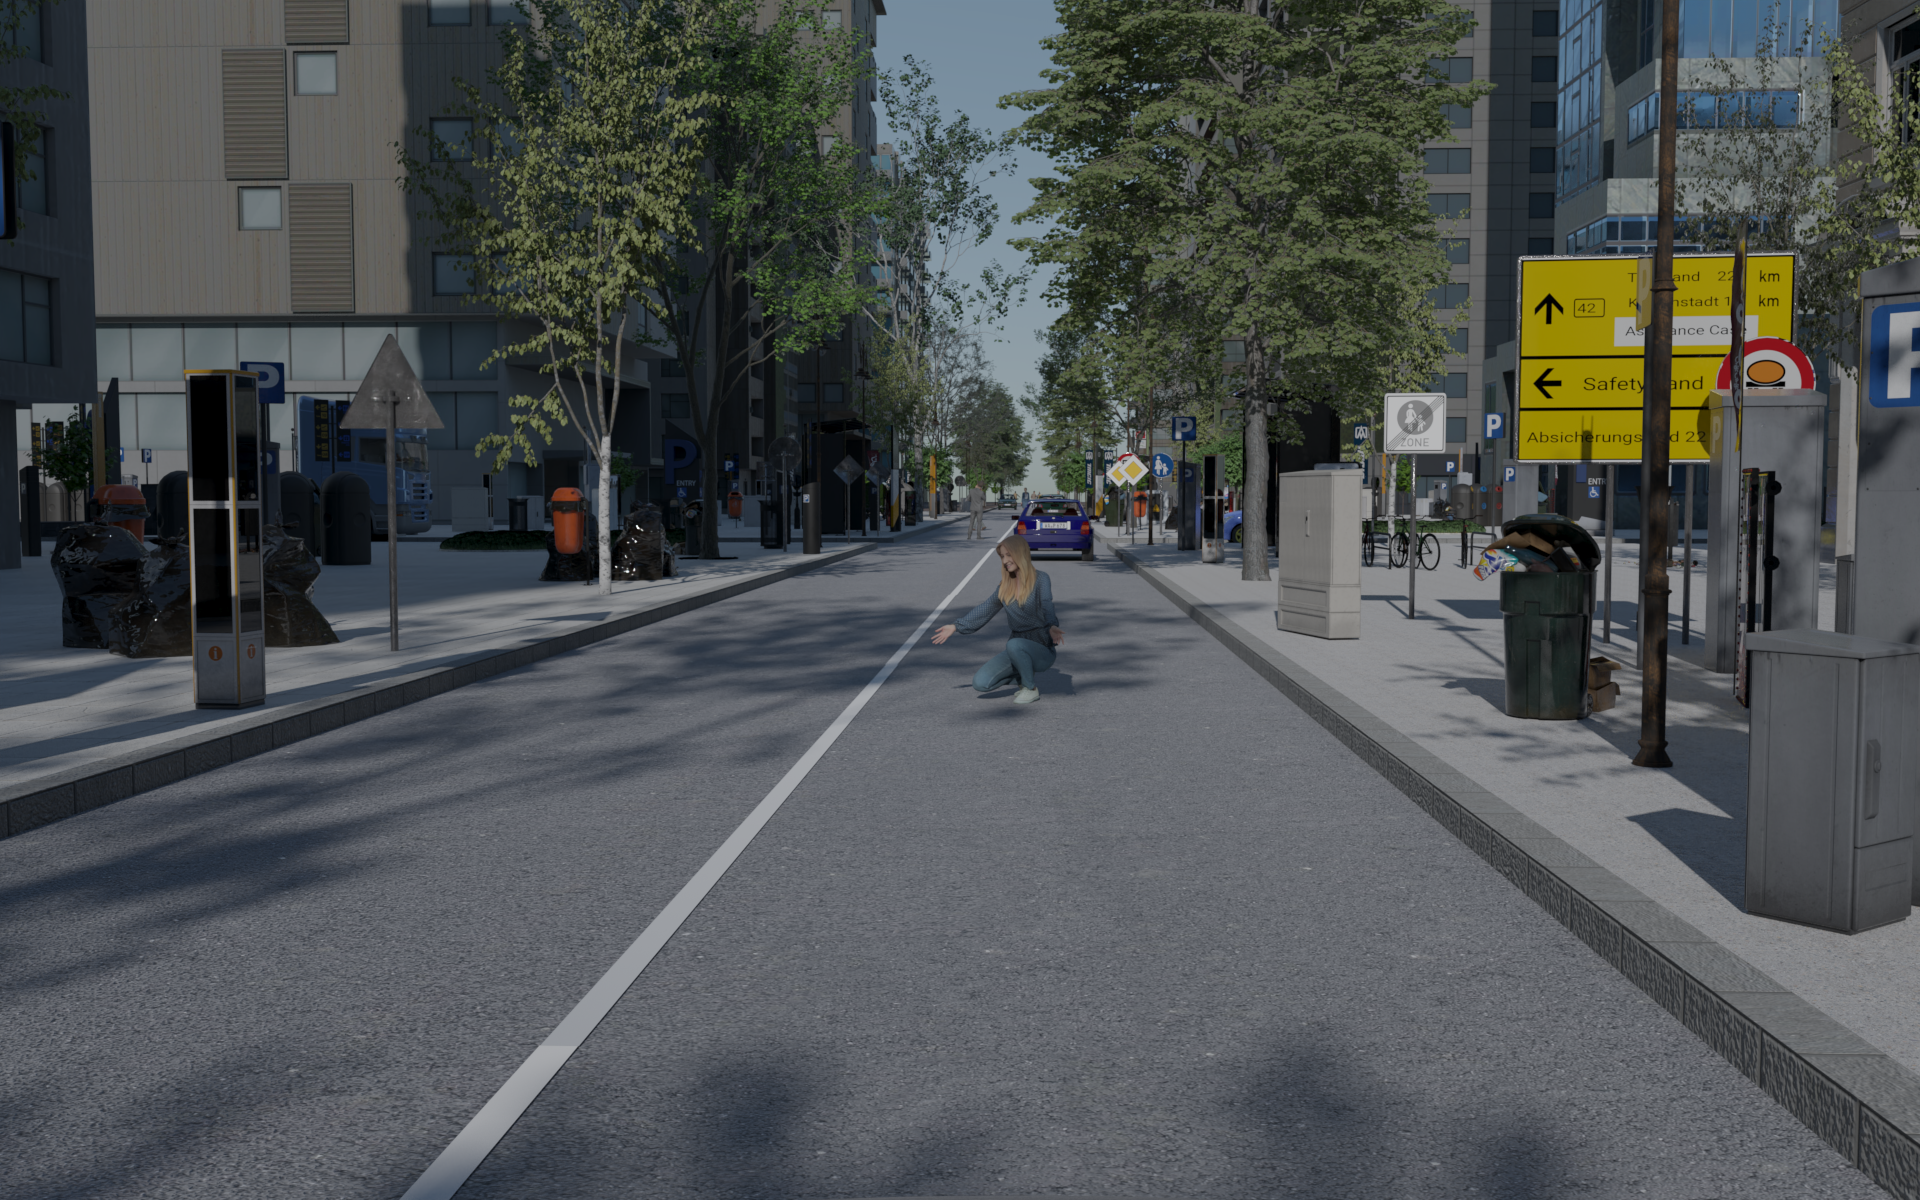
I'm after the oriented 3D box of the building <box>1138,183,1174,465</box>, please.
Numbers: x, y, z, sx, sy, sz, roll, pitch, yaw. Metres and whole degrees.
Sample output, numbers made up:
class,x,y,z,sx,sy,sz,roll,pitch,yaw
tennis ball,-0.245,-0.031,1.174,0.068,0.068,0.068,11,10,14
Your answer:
class,x,y,z,sx,sy,sz,roll,pitch,yaw
building,32.903,-36.577,248.141,14.600,45.320,14.200,0,4,3

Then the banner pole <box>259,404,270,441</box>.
class,x,y,z,sx,sy,sz,roll,pitch,yaw
banner pole,-14.661,-2.830,36.294,0.401,3.779,0.863,2,4,26

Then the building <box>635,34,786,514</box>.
class,x,y,z,sx,sy,sz,roll,pitch,yaw
building,-19.365,-20.873,112.978,14.160,30.474,14.107,0,4,3

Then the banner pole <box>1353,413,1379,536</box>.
class,x,y,z,sx,sy,sz,roll,pitch,yaw
banner pole,12.574,-3.892,53.648,0.863,3.779,0.401,2,4,26

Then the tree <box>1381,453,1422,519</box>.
class,x,y,z,sx,sy,sz,roll,pitch,yaw
tree,19.133,-4.878,74.350,1.663,3.219,1.824,0,3,0

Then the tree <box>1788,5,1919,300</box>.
class,x,y,z,sx,sy,sz,roll,pitch,yaw
tree,12.068,-4.262,20.047,4.737,8.622,4.395,0,3,0

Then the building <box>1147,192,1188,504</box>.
class,x,y,z,sx,sy,sz,roll,pitch,yaw
building,32.254,-33.664,234.002,14.154,41.232,14.086,0,4,3

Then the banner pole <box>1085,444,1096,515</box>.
class,x,y,z,sx,sy,sz,roll,pitch,yaw
banner pole,6.557,-5.879,86.135,0.863,3.779,0.401,-2,4,-30

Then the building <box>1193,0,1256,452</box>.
class,x,y,z,sx,sy,sz,roll,pitch,yaw
building,32.099,-32.267,151.266,21.300,48.544,21.600,0,4,3

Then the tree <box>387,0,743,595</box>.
class,x,y,z,sx,sy,sz,roll,pitch,yaw
tree,-4.716,-4.383,22.028,4.737,8.622,4.395,0,3,0

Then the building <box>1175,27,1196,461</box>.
class,x,y,z,sx,sy,sz,roll,pitch,yaw
building,36.315,-35.855,175.469,28.713,52.752,27.495,0,4,3

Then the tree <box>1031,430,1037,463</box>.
class,x,y,z,sx,sy,sz,roll,pitch,yaw
tree,6.228,-21.313,255.115,9.857,13.997,8.962,0,3,0

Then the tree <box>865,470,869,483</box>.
class,x,y,z,sx,sy,sz,roll,pitch,yaw
tree,-6.721,-7.689,120.318,1.663,3.219,1.824,0,3,0

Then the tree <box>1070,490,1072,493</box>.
class,x,y,z,sx,sy,sz,roll,pitch,yaw
tree,11.754,-10.569,167.410,1.663,3.219,1.824,0,3,0

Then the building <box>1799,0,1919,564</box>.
class,x,y,z,sx,sy,sz,roll,pitch,yaw
building,21.833,-14.415,21.584,13.634,28.700,20.117,0,4,3

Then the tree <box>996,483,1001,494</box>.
class,x,y,z,sx,sy,sz,roll,pitch,yaw
tree,4.752,-14.847,237.343,1.663,3.219,1.824,0,3,0

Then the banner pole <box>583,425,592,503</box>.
class,x,y,z,sx,sy,sz,roll,pitch,yaw
banner pole,-13.610,-4.481,63.289,0.401,3.779,0.863,1,4,10

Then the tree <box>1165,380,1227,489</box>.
class,x,y,z,sx,sy,sz,roll,pitch,yaw
tree,14.646,-9.613,107.531,4.737,8.622,4.395,0,3,0

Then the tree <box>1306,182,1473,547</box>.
class,x,y,z,sx,sy,sz,roll,pitch,yaw
tree,10.403,-5.590,41.761,4.737,8.622,4.395,0,3,0

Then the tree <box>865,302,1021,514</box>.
class,x,y,z,sx,sy,sz,roll,pitch,yaw
tree,-1.321,-12.312,111.668,12.009,13.543,11.850,0,3,0

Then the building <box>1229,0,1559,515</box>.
class,x,y,z,sx,sy,sz,roll,pitch,yaw
building,28.920,-41.351,114.337,20.563,71.187,20.611,0,4,3

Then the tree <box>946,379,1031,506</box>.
class,x,y,z,sx,sy,sz,roll,pitch,yaw
tree,2.615,-17.405,191.228,9.857,13.997,8.962,0,3,0

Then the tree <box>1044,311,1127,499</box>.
class,x,y,z,sx,sy,sz,roll,pitch,yaw
tree,12.569,-19.653,177.208,12.611,20.169,13.585,0,3,0

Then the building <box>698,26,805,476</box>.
class,x,y,z,sx,sy,sz,roll,pitch,yaw
building,-26.251,-27.425,140.287,32.217,40.220,23.993,0,4,3

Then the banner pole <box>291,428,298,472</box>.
class,x,y,z,sx,sy,sz,roll,pitch,yaw
banner pole,-25.073,-4.616,65.481,0.863,3.779,0.401,3,5,40

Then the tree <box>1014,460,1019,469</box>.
class,x,y,z,sx,sy,sz,roll,pitch,yaw
tree,5.802,-17.895,242.947,4.360,8.622,3.978,0,3,0

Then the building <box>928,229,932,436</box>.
class,x,y,z,sx,sy,sz,roll,pitch,yaw
building,-15.967,-39.732,269.231,23.786,49.044,30.456,0,4,3

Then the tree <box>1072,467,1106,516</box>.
class,x,y,z,sx,sy,sz,roll,pitch,yaw
tree,7.820,-6.468,100.359,1.663,3.219,1.824,0,3,0

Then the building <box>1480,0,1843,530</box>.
class,x,y,z,sx,sy,sz,roll,pitch,yaw
building,38.687,-46.344,70.393,31.000,86.520,22.319,0,4,3

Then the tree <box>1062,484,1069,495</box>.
class,x,y,z,sx,sy,sz,roll,pitch,yaw
tree,13.216,-13.184,210.161,1.663,3.219,1.824,0,3,0

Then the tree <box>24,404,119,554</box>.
class,x,y,z,sx,sy,sz,roll,pitch,yaw
tree,-18.893,-2.607,37.219,1.663,3.219,1.824,0,3,0

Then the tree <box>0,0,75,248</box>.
class,x,y,z,sx,sy,sz,roll,pitch,yaw
tree,-12.819,-4.307,20.786,4.737,8.622,4.395,0,3,0

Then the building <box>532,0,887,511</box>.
class,x,y,z,sx,sy,sz,roll,pitch,yaw
building,-22.284,-35.268,165.866,28.713,52.752,27.495,0,4,3

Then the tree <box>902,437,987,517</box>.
class,x,y,z,sx,sy,sz,roll,pitch,yaw
tree,-1.672,-7.048,98.943,4.285,4.588,4.351,0,3,0

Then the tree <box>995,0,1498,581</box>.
class,x,y,z,sx,sy,sz,roll,pitch,yaw
tree,4.061,-6.545,25.136,7.486,12.596,7.792,0,3,0

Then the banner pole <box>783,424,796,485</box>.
class,x,y,z,sx,sy,sz,roll,pitch,yaw
banner pole,-6.054,-4.363,61.351,0.401,3.779,0.863,-3,5,-41

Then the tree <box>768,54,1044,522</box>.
class,x,y,z,sx,sy,sz,roll,pitch,yaw
tree,-2.787,-13.561,77.612,12.611,20.169,13.585,0,3,0

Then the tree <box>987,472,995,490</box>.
class,x,y,z,sx,sy,sz,roll,pitch,yaw
tree,1.789,-11.973,179.476,4.285,4.588,4.351,0,3,0

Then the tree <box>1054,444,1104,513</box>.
class,x,y,z,sx,sy,sz,roll,pitch,yaw
tree,8.264,-7.939,113.509,4.285,4.588,4.351,0,3,0

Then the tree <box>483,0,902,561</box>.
class,x,y,z,sx,sy,sz,roll,pitch,yaw
tree,-4.985,-6.592,33.535,9.928,11.665,9.643,0,3,0

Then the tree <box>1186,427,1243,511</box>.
class,x,y,z,sx,sy,sz,roll,pitch,yaw
tree,13.191,-6.021,82.153,4.285,4.588,4.351,0,3,0

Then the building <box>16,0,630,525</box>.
class,x,y,z,sx,sy,sz,roll,pitch,yaw
building,-29.245,-30.194,82.915,28.713,52.752,27.495,0,4,3

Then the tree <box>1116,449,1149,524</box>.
class,x,y,z,sx,sy,sz,roll,pitch,yaw
tree,7.403,-4.825,73.485,1.663,3.219,1.824,0,3,0

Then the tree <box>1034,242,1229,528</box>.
class,x,y,z,sx,sy,sz,roll,pitch,yaw
tree,6.397,-7.991,65.062,8.767,10.594,7.601,2,4,28

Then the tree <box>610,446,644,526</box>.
class,x,y,z,sx,sy,sz,roll,pitch,yaw
tree,-13.737,-4.578,69.452,1.663,3.219,1.824,0,3,0

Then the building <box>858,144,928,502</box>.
class,x,y,z,sx,sy,sz,roll,pitch,yaw
building,-17.682,-37.830,238.120,23.786,49.044,30.456,0,4,3

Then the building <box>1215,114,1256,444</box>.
class,x,y,z,sx,sy,sz,roll,pitch,yaw
building,26.624,-22.145,133.773,14.160,30.474,14.107,0,4,3

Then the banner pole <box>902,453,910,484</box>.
class,x,y,z,sx,sy,sz,roll,pitch,yaw
banner pole,-3.277,-7.122,106.459,0.863,3.779,0.401,1,4,13

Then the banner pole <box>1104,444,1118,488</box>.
class,x,y,z,sx,sy,sz,roll,pitch,yaw
banner pole,7.571,-5.894,86.377,0.863,3.779,0.401,0,4,-2

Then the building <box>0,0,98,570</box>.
class,x,y,z,sx,sy,sz,roll,pitch,yaw
building,-22.322,-20.927,25.759,14.086,41.232,14.154,0,4,3

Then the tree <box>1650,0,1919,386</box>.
class,x,y,z,sx,sy,sz,roll,pitch,yaw
tree,12.748,-4.678,26.850,4.360,8.622,3.978,0,3,0

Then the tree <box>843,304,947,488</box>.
class,x,y,z,sx,sy,sz,roll,pitch,yaw
tree,-2.530,-7.067,65.908,4.737,8.622,4.395,0,3,0

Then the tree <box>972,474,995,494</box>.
class,x,y,z,sx,sy,sz,roll,pitch,yaw
tree,2.117,-10.586,167.685,1.663,3.219,1.824,0,3,0

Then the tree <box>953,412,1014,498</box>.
class,x,y,z,sx,sy,sz,roll,pitch,yaw
tree,1.530,-12.252,150.683,4.360,8.622,3.978,0,3,0
